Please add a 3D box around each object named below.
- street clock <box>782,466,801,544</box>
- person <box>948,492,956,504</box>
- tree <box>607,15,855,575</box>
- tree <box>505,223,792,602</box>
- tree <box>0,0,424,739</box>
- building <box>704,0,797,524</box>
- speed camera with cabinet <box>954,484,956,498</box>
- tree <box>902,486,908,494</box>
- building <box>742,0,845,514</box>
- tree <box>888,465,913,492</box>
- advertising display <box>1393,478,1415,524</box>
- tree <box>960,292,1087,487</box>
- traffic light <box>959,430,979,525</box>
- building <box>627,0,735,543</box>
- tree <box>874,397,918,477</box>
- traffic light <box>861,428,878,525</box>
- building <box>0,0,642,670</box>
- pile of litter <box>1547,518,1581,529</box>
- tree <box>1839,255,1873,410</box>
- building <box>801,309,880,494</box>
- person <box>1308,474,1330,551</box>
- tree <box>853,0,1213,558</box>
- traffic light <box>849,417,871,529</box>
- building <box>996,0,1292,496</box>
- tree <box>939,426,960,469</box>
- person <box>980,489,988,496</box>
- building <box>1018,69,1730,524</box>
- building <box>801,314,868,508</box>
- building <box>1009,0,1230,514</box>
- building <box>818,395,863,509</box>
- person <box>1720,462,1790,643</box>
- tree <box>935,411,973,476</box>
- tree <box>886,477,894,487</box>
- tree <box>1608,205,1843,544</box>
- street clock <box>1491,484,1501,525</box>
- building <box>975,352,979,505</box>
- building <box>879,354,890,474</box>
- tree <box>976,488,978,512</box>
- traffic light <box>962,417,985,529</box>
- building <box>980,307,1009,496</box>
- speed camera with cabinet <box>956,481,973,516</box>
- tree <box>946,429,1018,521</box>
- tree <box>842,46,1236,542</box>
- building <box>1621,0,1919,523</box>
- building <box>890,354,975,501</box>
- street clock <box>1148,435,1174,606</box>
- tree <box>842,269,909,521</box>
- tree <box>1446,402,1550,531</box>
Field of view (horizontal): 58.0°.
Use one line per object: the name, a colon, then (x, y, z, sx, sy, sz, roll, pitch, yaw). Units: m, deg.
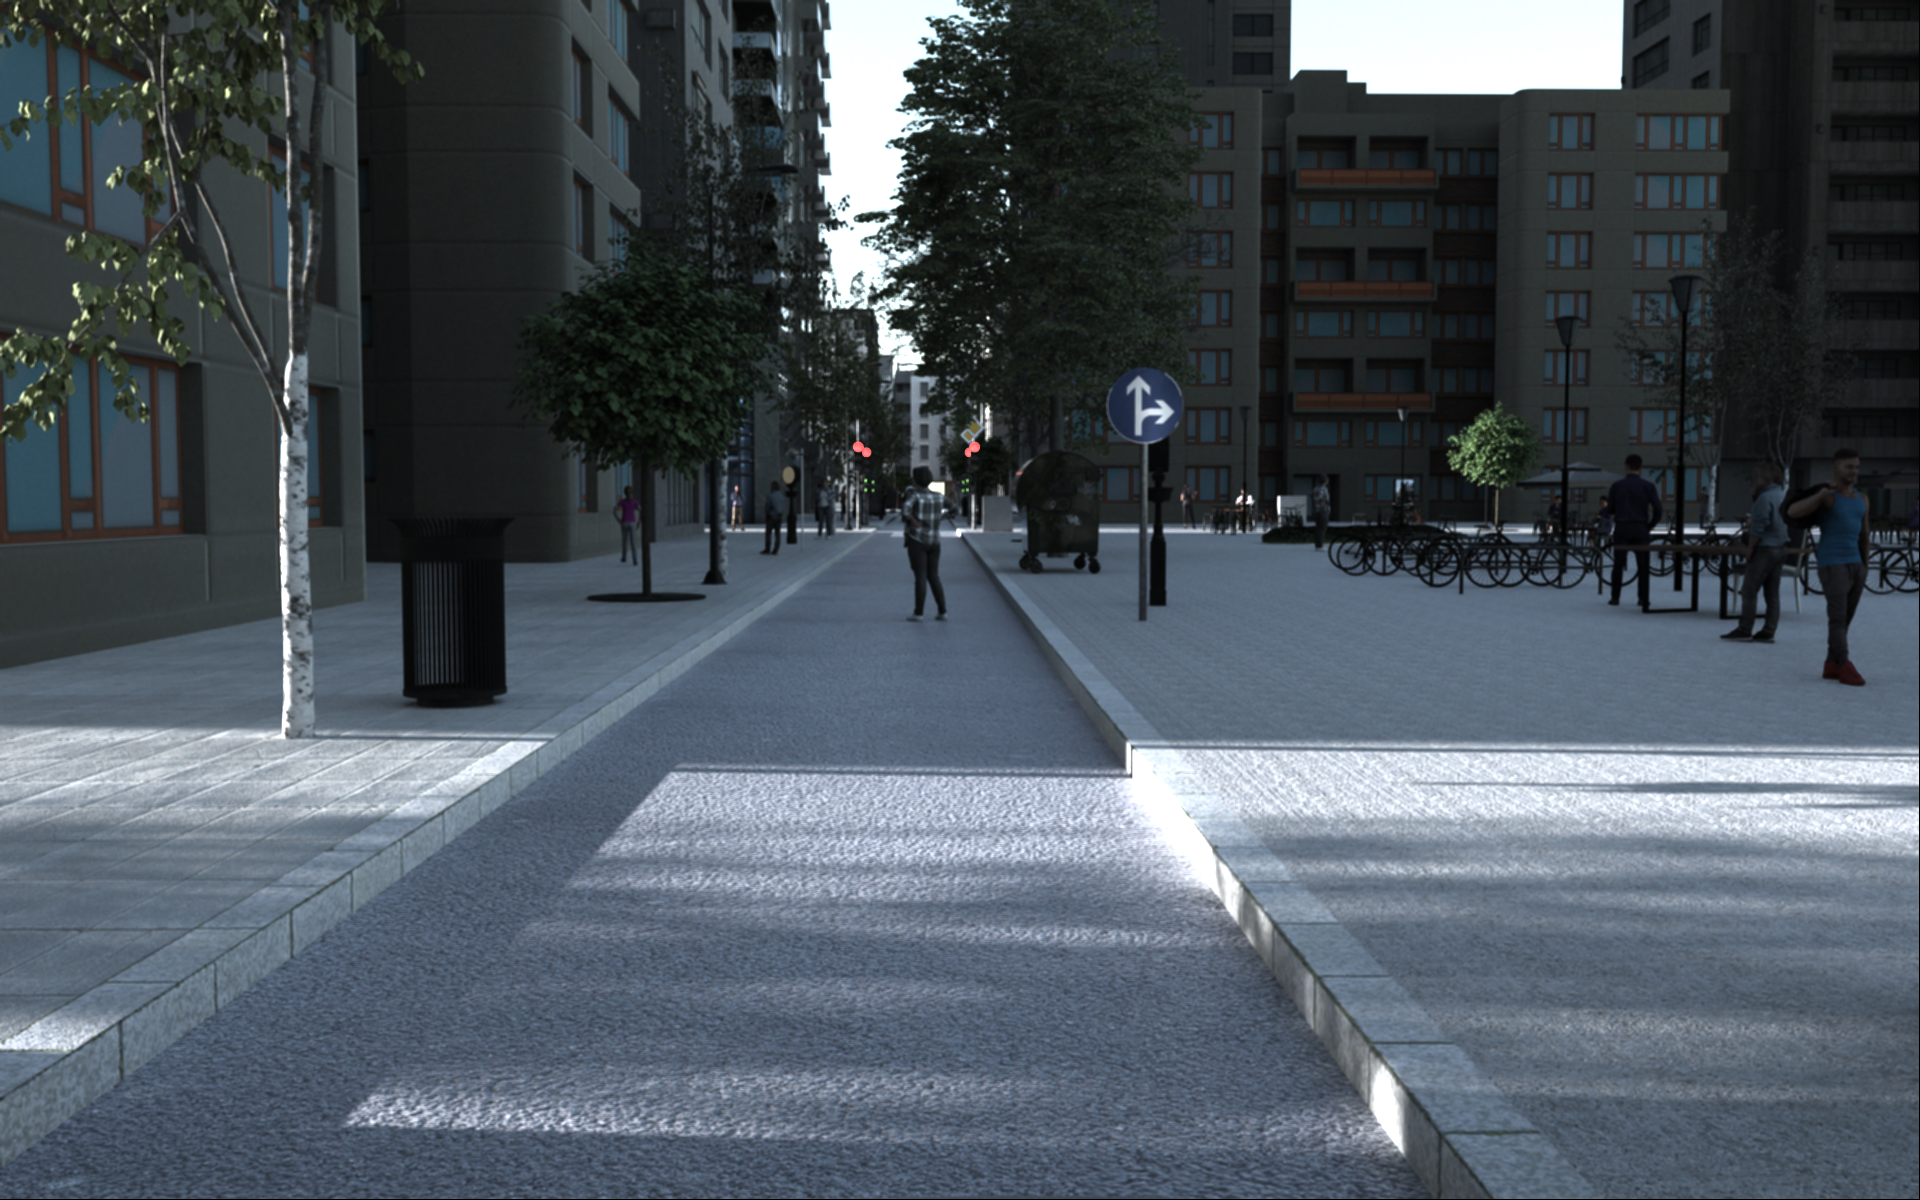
street clock: (-4.341, -2.450, 44.635, 0.471, 2.002, 0.358, 3, 4, 39)
person: (-0.507, -9.657, 164.752, 1.217, 1.723, 0.721, 1, 4, 10)
tree: (-3.761, -4.719, 27.511, 4.360, 8.622, 3.978, 0, 3, 0)
tree: (-3.756, -2.288, 21.128, 4.285, 4.588, 4.351, 0, 3, 0)
tree: (-3.724, -3.582, 8.933, 4.737, 8.622, 4.395, 0, 3, 0)
building: (-19.163, -47.312, 86.231, 22.319, 86.520, 31.000, 0, 4, -1)
speed camera with cabinet: (0.034, -7.131, 110.928, 0.660, 3.252, 2.038, 0, 4, -5)
tree: (-6.705, -12.567, 200.070, 1.663, 3.219, 1.824, 0, 3, 0)
building: (-20.257, -30.485, 118.031, 23.786, 49.044, 30.456, 0, 4, -1)
tree: (-7.206, -14.272, 217.068, 4.285, 4.588, 4.351, 0, 3, 0)
advertising display: (18.164, -4.017, 70.895, 0.974, 1.923, 0.123, -2, 4, -24)
tree: (2.229, -6.465, 56.070, 4.360, 8.622, 3.978, 0, 3, 0)
traffic light: (0.366, -5.016, 70.930, 0.839, 4.253, 0.868, 0, 4, -1)
building: (-14.134, -22.482, 51.171, 14.086, 41.232, 14.154, 0, 4, -1)
tree: (-5.440, -10.883, 128.300, 4.360, 8.622, 3.978, 0, 3, 0)
traffic light: (-3.794, -5.010, 70.842, 0.839, 4.253, 0.868, 0, 4, -1)
building: (-21.078, -11.060, 25.866, 27.650, 21.520, 28.899, 0, 4, -1)
pile of litter: (22.353, -3.051, 63.851, 1.719, 0.858, 1.176, 0, 4, 4)
tree: (24.389, -6.149, 50.894, 4.360, 8.622, 3.978, 0, 3, 0)
building: (-26.084, -22.057, 204.610, 32.646, 21.610, 27.936, 0, 4, -1)
person: (8.127, -1.973, 39.032, 0.376, 1.734, 0.841, 0, 4, -2)
tree: (1.592, -7.127, 34.646, 7.486, 12.596, 7.792, 0, 3, 0)
traffic light: (-3.655, -4.522, 62.858, 0.839, 4.253, 0.868, 0, 4, -1)
building: (13.461, -42.595, 134.680, 20.563, 71.187, 20.611, 0, 4, -1)
tree: (-0.342, -14.114, 181.133, 4.360, 8.622, 3.978, 0, 3, 0)
person: (1.474, -6.088, 105.442, 0.599, 1.838, 0.709, 0, 4, 2)
building: (18.134, -14.849, 87.821, 28.899, 21.520, 27.650, 0, 4, -1)
building: (-17.564, -19.797, 180.102, 16.016, 20.091, 11.380, 0, 4, -1)
building: (10.293, -26.572, 118.040, 14.154, 41.232, 14.086, 0, 4, -1)
building: (-13.449, -13.348, 160.388, 9.099, 9.664, 28.070, 0, 4, -1)
person: (6.926, -0.410, 14.957, 0.499, 1.552, 0.429, -1, 4, -14)
tree: (0.053, -12.224, 150.227, 4.737, 8.622, 4.395, 0, 3, 0)
tree: (-6.911, -10.312, 163.208, 1.663, 3.219, 1.824, 0, 3, 0)
tree: (19.271, -5.765, 44.622, 4.360, 8.622, 3.978, 0, 3, 0)
street clock: (22.125, -4.089, 71.431, 0.471, 2.002, 0.358, -1, 4, -17)
building: (10.523, -20.603, 203.313, 16.747, 18.905, 31.486, 0, 4, -1)
building: (-14.842, -23.514, 240.874, 11.380, 20.091, 16.016, 0, 4, -1)
tree: (0.987, -7.847, 122.904, 1.663, 3.219, 1.824, 0, 3, 0)
traffic light: (0.506, -4.528, 62.946, 0.839, 4.253, 0.868, 0, 4, -1)
building: (10.944, -18.677, 171.820, 16.747, 18.905, 31.486, 0, 4, -1)
speed camera with cabinet: (0.359, -6.484, 100.345, 0.660, 3.252, 2.038, 0, 4, -5)
tree: (1.179, -6.533, 90.536, 4.285, 4.588, 4.351, 0, 3, 0)
tree: (2.105, -8.311, 46.255, 12.009, 13.543, 11.850, 0, 3, 0)
building: (40.043, -18.874, 80.297, 14.107, 30.474, 14.160, 0, 4, -1)
building: (-3.465, -23.531, 241.143, 11.380, 20.091, 16.016, 0, 4, -1)
street clock: (2.280, -0.938, 19.911, 0.358, 2.002, 0.471, 0, 4, 5)
tree: (-4.196, -6.358, 54.317, 4.737, 8.622, 4.395, 0, 3, 0)
tree: (18.864, -4.695, 60.480, 4.285, 4.588, 4.351, 0, 3, 0)
